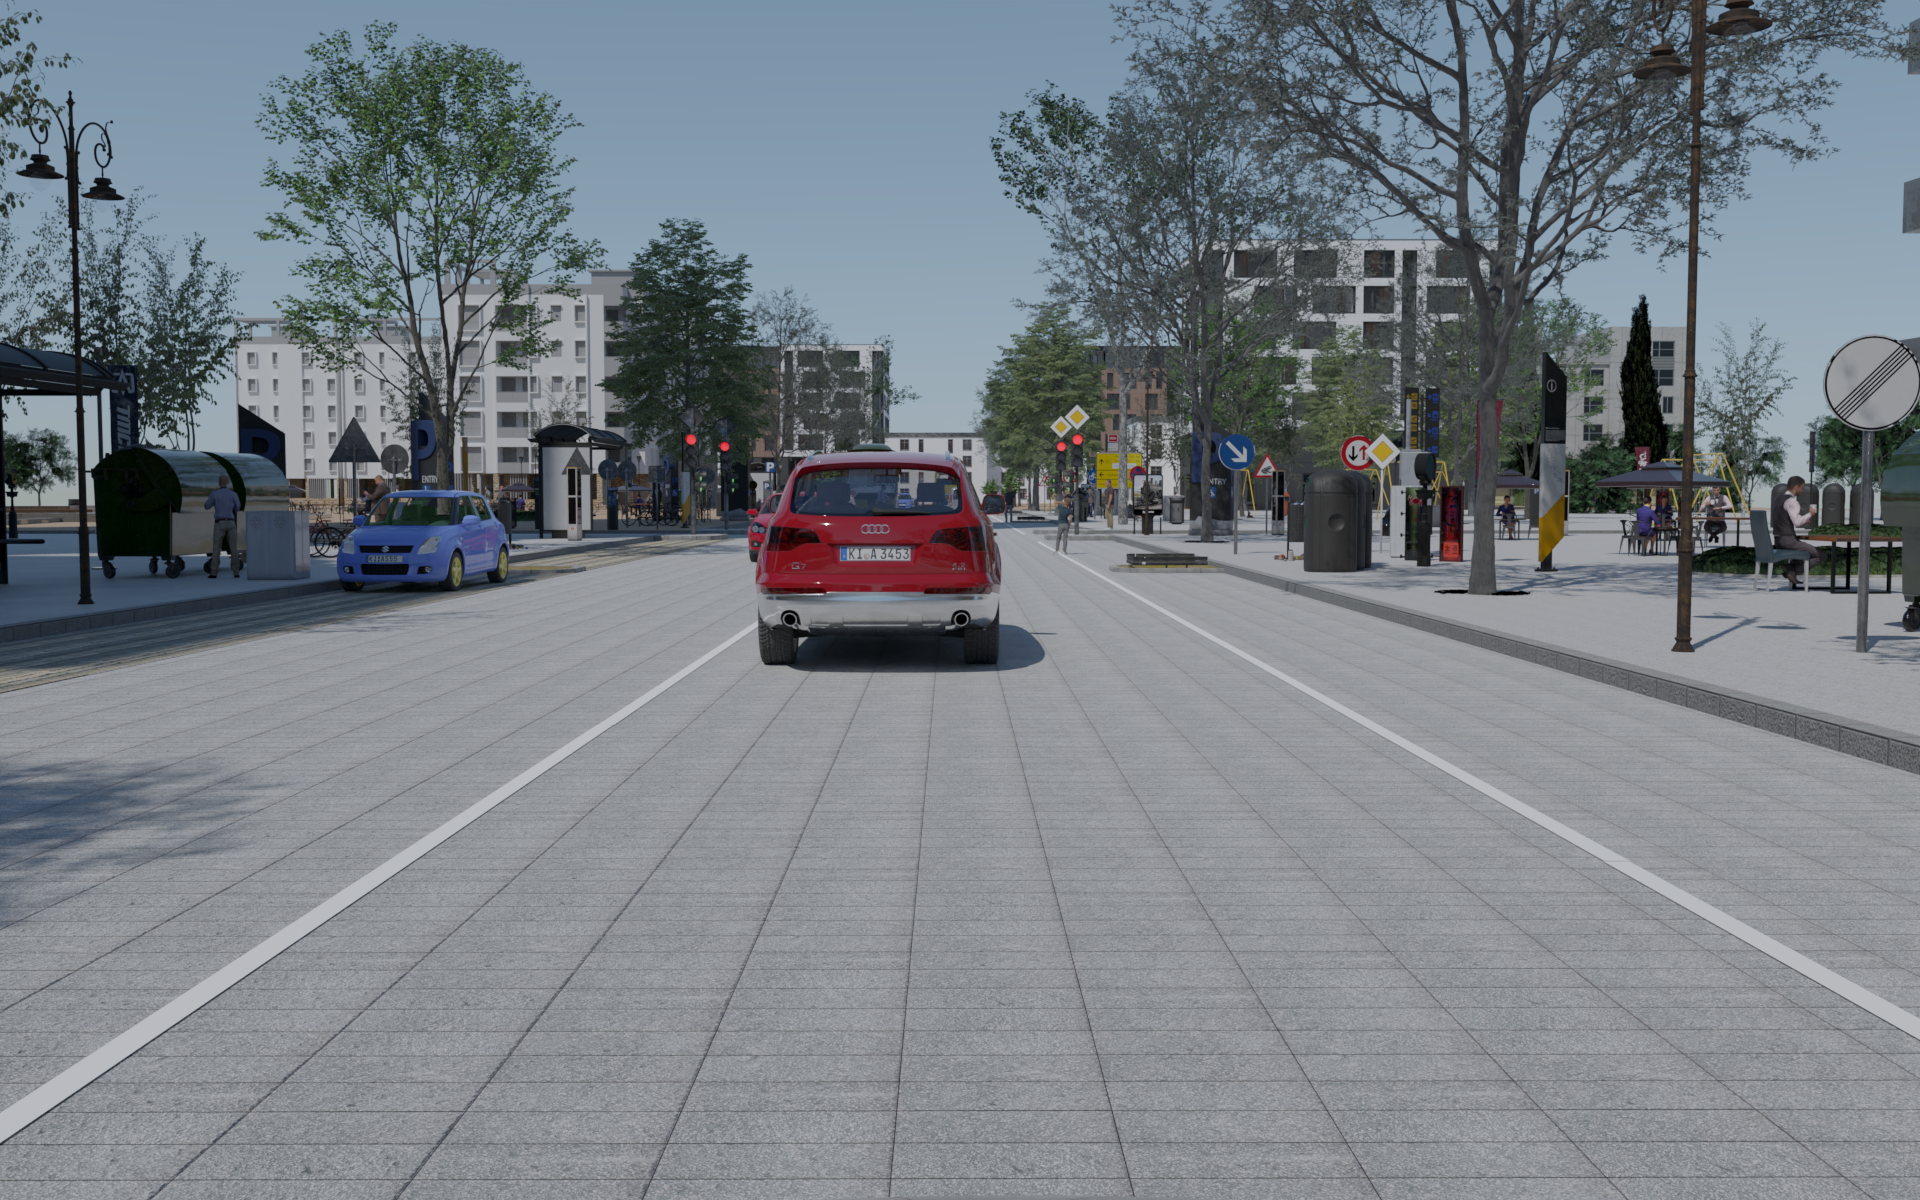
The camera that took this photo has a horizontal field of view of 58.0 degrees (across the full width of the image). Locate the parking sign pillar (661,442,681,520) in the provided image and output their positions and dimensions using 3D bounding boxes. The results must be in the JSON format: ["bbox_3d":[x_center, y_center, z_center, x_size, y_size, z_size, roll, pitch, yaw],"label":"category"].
[{"bbox_3d":[-14.683,-6.075,87.802,1.447,3.967,1.447,-2,4,-29],"label":"parking sign pillar"}]

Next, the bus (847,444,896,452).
[{"bbox_3d":[-4.390,-5.897,87.955,2.896,3.916,12.252,0,4,-2],"label":"bus"}]

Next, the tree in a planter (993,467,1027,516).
[{"bbox_3d":[3.407,-7.193,114.827,1.991,3.239,1.994,0,4,0],"label":"tree in a planter"}]

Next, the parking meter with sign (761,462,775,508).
[{"bbox_3d":[-10.371,-5.936,93.311,0.543,3.016,1.738,0,4,5],"label":"parking meter with sign"}]

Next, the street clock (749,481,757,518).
[{"bbox_3d":[-11.080,-5.382,92.563,0.471,2.002,0.358,-2,4,-29],"label":"street clock"}]

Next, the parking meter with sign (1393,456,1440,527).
[{"bbox_3d":[17.598,-4.308,66.692,1.738,3.016,0.543,0,4,6],"label":"parking meter with sign"}]

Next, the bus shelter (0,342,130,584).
[{"bbox_3d":[-12.882,-1.725,22.129,2.014,3.302,5.546,0,4,0],"label":"bus shelter"}]

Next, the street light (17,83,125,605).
[{"bbox_3d":[-10.190,-2.888,20.011,0.468,5.910,1.993,0,4,0],"label":"street light"}]

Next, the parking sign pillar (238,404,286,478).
[{"bbox_3d":[-20.788,-3.864,51.644,1.447,3.967,1.447,-1,4,-20],"label":"parking sign pillar"}]

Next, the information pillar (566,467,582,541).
[{"bbox_3d":[-10.563,-2.628,47.452,0.304,2.012,0.304,1,4,13],"label":"information pillar"}]

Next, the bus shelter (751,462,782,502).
[{"bbox_3d":[-12.857,-7.262,112.653,2.014,3.302,5.546,0,3,0],"label":"bus shelter"}]

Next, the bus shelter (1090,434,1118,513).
[{"bbox_3d":[9.524,-8.301,113.360,2.179,5.291,8.768,0,4,0],"label":"bus shelter"}]

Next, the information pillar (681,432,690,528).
[{"bbox_3d":[-10.338,-4.519,65.232,0.183,3.616,0.504,1,4,20],"label":"information pillar"}]

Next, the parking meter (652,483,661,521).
[{"bbox_3d":[-14.290,-4.646,81.670,0.399,1.863,0.255,-1,4,-9],"label":"parking meter"}]

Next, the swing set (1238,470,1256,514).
[{"bbox_3d":[17.238,-6.945,111.172,3.119,2.851,2.862,-1,4,-12],"label":"swing set"}]

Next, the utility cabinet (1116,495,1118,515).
[{"bbox_3d":[9.682,-5.843,106.697,1.020,1.237,0.306,-1,4,-14],"label":"utility cabinet"}]

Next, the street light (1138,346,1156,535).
[{"bbox_3d":[5.796,-4.942,53.583,0.468,5.910,1.993,0,4,0],"label":"street light"}]

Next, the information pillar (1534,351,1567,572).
[{"bbox_3d":[9.771,-2.277,28.576,0.504,3.616,0.183,-2,4,-25],"label":"information pillar"}]

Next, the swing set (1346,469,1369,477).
[{"bbox_3d":[25.021,-6.787,108.595,3.119,2.851,2.862,-3,4,-38],"label":"swing set"}]

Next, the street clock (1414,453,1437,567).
[{"bbox_3d":[8.211,-1.592,30.601,0.358,2.002,0.471,3,4,38],"label":"street clock"}]

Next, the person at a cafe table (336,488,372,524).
[{"bbox_3d":[-25.738,-4.011,74.088,1.622,1.524,1.698,-1,4,-12],"label":"person at a cafe table"}]

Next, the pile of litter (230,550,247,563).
[{"bbox_3d":[-13.215,-1.159,32.911,1.176,0.858,1.719,2,4,24],"label":"pile of litter"}]

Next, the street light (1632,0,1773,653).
[{"bbox_3d":[5.889,-2.516,13.928,0.468,5.910,1.993,0,4,0],"label":"street light"}]

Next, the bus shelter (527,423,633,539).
[{"bbox_3d":[-11.353,-3.564,52.196,2.014,3.302,5.546,0,4,0],"label":"bus shelter"}]

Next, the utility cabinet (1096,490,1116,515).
[{"bbox_3d":[8.750,-5.813,103.720,1.173,1.500,0.318,-1,4,-13],"label":"utility cabinet"}]

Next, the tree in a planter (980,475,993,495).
[{"bbox_3d":[3.167,-10.227,164.436,1.991,3.239,1.994,0,4,0],"label":"tree in a planter"}]

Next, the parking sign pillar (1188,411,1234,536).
[{"bbox_3d":[7.811,-3.991,53.728,1.447,3.967,1.447,1,4,21],"label":"parking sign pillar"}]

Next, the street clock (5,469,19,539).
[{"bbox_3d":[-27.363,-2.779,50.005,0.358,2.002,0.471,0,4,-7],"label":"street clock"}]

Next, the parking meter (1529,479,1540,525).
[{"bbox_3d":[21.850,-3.671,65.725,0.399,1.863,0.255,0,4,2],"label":"parking meter"}]

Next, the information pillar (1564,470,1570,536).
[{"bbox_3d":[18.450,-2.973,53.093,0.304,2.012,0.304,-1,4,-19],"label":"information pillar"}]

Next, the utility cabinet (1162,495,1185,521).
[{"bbox_3d":[10.077,-4.317,81.747,1.020,1.237,0.306,-1,4,-20],"label":"utility cabinet"}]

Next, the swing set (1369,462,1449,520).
[{"bbox_3d":[21.797,-5.248,83.420,3.119,2.851,2.862,0,4,-6],"label":"swing set"}]

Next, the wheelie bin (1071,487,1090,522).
[{"bbox_3d":[5.589,-4.418,80.150,0.693,1.594,0.980,3,4,39],"label":"wheelie bin"}]

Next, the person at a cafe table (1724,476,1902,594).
[{"bbox_3d":[11.261,-0.869,22.727,1.622,1.524,1.698,0,3,0],"label":"person at a cafe table"}]

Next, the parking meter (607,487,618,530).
[{"bbox_3d":[-12.368,-3.260,61.711,0.372,1.533,0.369,0,3,0],"label":"parking meter"}]

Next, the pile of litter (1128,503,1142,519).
[{"bbox_3d":[9.021,-4.684,90.550,1.176,0.858,1.719,0,4,-5],"label":"pile of litter"}]

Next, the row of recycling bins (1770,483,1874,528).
[{"bbox_3d":[32.323,-3.539,64.975,3.534,1.692,1.069,2,4,34],"label":"row of recycling bins"}]

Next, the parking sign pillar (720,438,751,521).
[{"bbox_3d":[-10.784,-5.776,82.909,1.447,3.967,1.447,0,4,-1],"label":"parking sign pillar"}]

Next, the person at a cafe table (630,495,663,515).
[{"bbox_3d":[-17.940,-5.426,99.584,1.698,1.238,1.726,0,4,3],"label":"person at a cafe table"}]

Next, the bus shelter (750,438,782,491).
[{"bbox_3d":[-13.872,-8.720,120.204,2.179,5.291,8.768,0,4,0],"label":"bus shelter"}]

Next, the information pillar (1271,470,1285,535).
[{"bbox_3d":[9.888,-3.017,53.816,0.304,2.012,0.304,-1,4,-21],"label":"information pillar"}]

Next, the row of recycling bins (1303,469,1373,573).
[{"bbox_3d":[6.569,-1.391,29.862,1.069,1.692,3.534,1,4,18],"label":"row of recycling bins"}]

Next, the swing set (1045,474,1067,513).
[{"bbox_3d":[7.525,-7.598,121.841,2.862,2.851,3.119,0,4,-3],"label":"swing set"}]

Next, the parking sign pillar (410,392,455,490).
[{"bbox_3d":[-13.839,-3.484,45.436,1.447,3.967,1.447,3,4,37],"label":"parking sign pillar"}]

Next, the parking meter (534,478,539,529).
[{"bbox_3d":[-15.301,-3.496,62.866,0.255,1.863,0.399,-1,4,-10],"label":"parking meter"}]

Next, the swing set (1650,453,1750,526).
[{"bbox_3d":[28.883,-4.267,67.392,2.862,2.851,3.119,0,3,0],"label":"swing set"}]

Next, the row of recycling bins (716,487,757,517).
[{"bbox_3d":[-12.937,-5.676,99.915,1.069,1.692,3.534,2,4,26],"label":"row of recycling bins"}]

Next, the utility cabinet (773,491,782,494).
[{"bbox_3d":[-12.214,-6.667,117.688,0.318,1.500,1.173,3,5,40],"label":"utility cabinet"}]
